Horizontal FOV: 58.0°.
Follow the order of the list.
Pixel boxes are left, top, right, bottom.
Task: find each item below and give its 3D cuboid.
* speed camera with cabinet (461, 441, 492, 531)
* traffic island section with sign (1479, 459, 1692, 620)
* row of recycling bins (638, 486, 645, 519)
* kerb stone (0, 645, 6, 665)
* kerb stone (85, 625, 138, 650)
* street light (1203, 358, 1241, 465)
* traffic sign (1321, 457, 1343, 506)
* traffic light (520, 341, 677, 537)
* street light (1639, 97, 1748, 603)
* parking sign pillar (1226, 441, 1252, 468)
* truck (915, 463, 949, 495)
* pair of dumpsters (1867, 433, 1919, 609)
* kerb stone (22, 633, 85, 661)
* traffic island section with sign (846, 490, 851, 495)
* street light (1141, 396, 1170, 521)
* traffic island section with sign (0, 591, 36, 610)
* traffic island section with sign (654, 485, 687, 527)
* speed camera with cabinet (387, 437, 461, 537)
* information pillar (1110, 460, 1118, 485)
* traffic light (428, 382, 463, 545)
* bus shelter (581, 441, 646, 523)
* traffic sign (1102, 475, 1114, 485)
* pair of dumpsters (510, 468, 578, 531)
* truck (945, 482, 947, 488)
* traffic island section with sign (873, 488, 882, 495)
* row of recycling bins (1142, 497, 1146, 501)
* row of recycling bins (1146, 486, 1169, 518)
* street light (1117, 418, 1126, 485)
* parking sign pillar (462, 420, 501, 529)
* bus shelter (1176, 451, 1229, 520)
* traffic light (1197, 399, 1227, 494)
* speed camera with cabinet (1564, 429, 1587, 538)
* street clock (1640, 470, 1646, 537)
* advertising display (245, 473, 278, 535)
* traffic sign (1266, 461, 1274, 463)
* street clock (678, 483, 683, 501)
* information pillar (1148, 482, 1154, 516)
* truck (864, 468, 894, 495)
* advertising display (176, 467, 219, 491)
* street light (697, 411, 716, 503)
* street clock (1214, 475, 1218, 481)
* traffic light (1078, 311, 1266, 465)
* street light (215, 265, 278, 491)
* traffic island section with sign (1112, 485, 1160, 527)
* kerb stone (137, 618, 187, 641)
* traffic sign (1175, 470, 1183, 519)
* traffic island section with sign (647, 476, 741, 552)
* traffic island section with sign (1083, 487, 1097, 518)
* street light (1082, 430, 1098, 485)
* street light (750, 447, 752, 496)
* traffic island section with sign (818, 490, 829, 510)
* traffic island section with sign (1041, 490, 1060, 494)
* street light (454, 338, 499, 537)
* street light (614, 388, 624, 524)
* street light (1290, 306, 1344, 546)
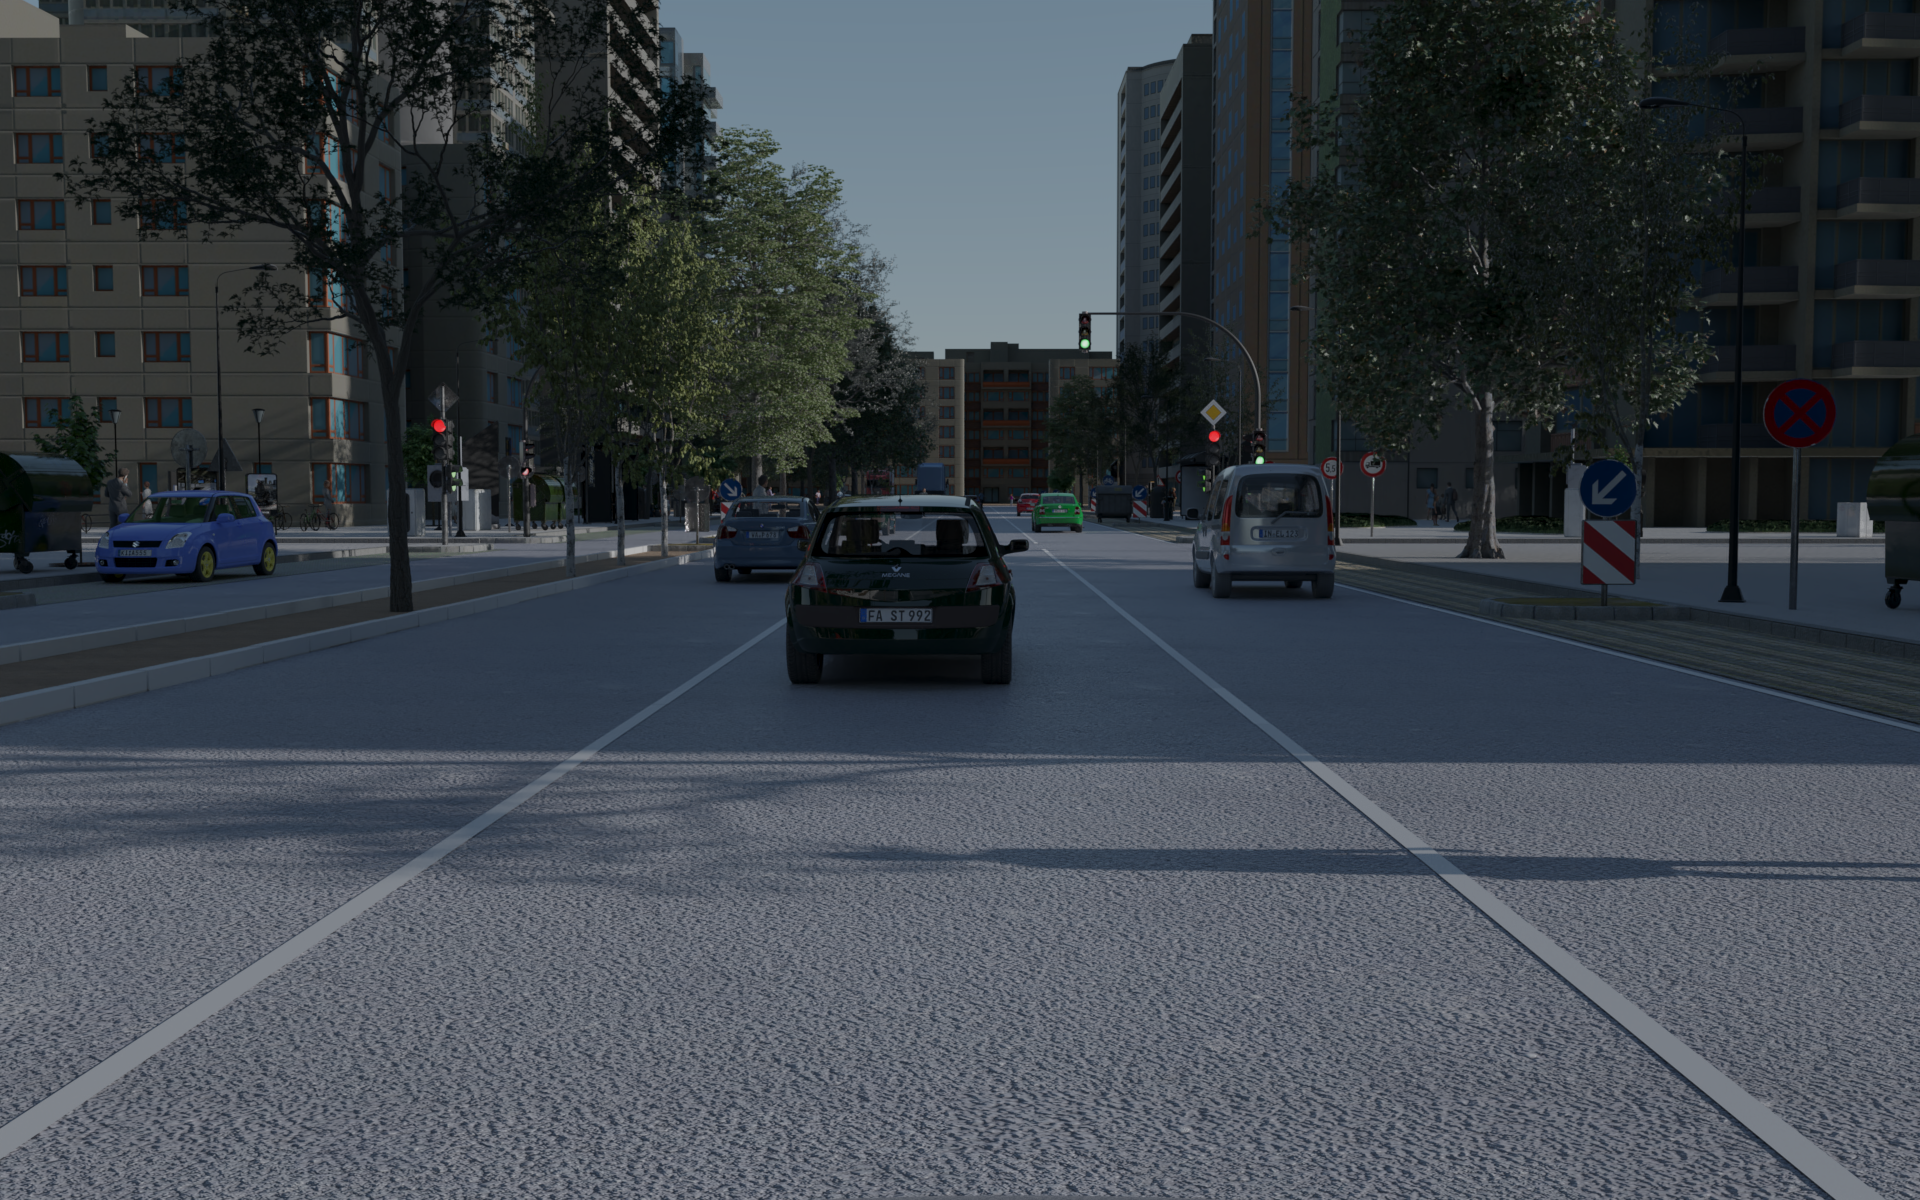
[{"bbox_3d":[-17.178,-4.042,60.430,0.660,3.252,2.038,1,4,18],"label":"speed camera with cabinet"},{"bbox_3d":[7.266,-0.724,20.466,1.989,1.847,2.006,0,4,0],"label":"traffic island section with sign"},{"bbox_3d":[-16.999,-5.080,90.179,1.069,1.692,3.534,-1,4,-18],"label":"row of recycling bins"},{"bbox_3d":[-8.055,0.489,14.208,0.120,0.150,1.000,0,4,0],"label":"kerb stone"},{"bbox_3d":[-8.042,0.364,16.258,0.120,0.150,1.000,0,4,0],"label":"kerb stone"},{"bbox_3d":[9.000,-5.301,59.209,1.470,5.913,1.316,0,4,0],"label":"street light"},{"bbox_3d":[12.721,-3.621,59.306,0.768,2.556,0.104,0,4,8],"label":"traffic sign"},{"bbox_3d":[-10.796,-4.700,51.515,4.771,5.953,1.251,0,4,0],"label":"traffic light"},{"bbox_3d":[8.645,-2.929,20.437,1.470,5.913,1.316,0,4,0],"label":"street light"},{"bbox_3d":[12.270,-5.323,75.497,1.447,3.967,1.447,-1,4,-15],"label":"parking sign pillar"},{"bbox_3d":[-2.634,-9.432,143.968,2.967,4.110,18.799,0,4,1],"label":"truck"},{"bbox_3d":[10.944,-0.904,17.281,1.574,2.255,4.437,0,4,1],"label":"pair of dumpsters"},{"bbox_3d":[-8.041,0.426,15.236,0.120,0.150,1.000,0,4,0],"label":"kerb stone"},{"bbox_3d":[-11.532,-10.502,180.339,1.989,1.847,2.006,0,4,0],"label":"traffic island section with sign"},{"bbox_3d":[9.244,-6.684,81.823,1.470,5.913,1.316,0,4,0],"label":"street light"},{"bbox_3d":[-12.855,-0.801,21.724,1.989,1.847,2.006,0,4,0],"label":"traffic island section with sign"},{"bbox_3d":[-12.385,-4.157,76.597,1.989,1.847,2.006,0,4,0],"label":"traffic island section with sign"},{"bbox_3d":[-16.303,-3.552,52.410,2.038,3.252,0.660,1,4,13],"label":"speed camera with cabinet"},{"bbox_3d":[10.320,-7.620,115.935,0.504,3.616,0.183,-1,4,-14],"label":"information pillar"},{"bbox_3d":[-12.955,-3.339,43.512,0.839,4.253,0.868,0,4,0],"label":"traffic light"},{"bbox_3d":[-15.770,-5.368,79.057,1.731,3.624,6.357,0,4,0],"label":"bus shelter"},{"bbox_3d":[9.880,-7.057,115.483,0.768,2.556,0.104,0,4,6],"label":"traffic sign"},{"bbox_3d":[-15.069,-3.679,62.646,1.574,2.255,4.437,0,4,0],"label":"pair of dumpsters"},{"bbox_3d":[-2.761,-11.334,174.229,2.839,4.237,11.283,0,4,0],"label":"truck"},{"bbox_3d":[-6.062,-7.232,126.372,2.006,1.907,1.989,0,4,0],"label":"traffic island section with sign"},{"bbox_3d":[11.648,-5.980,104.891,1.069,1.692,3.534,0,4,-2],"label":"row of recycling bins"},{"bbox_3d":[10.692,-5.244,92.854,1.069,1.692,3.534,0,4,5],"label":"row of recycling bins"},{"bbox_3d":[9.363,-8.038,103.958,1.470,5.913,1.316,0,4,0],"label":"street light"},{"bbox_3d":[-17.544,-4.572,63.220,1.447,3.967,1.447,-2,4,-28],"label":"parking sign pillar"},{"bbox_3d":[11.541,-5.400,82.213,2.014,3.302,5.546,0,4,0],"label":"bus shelter"},{"bbox_3d":[7.473,-3.818,51.343,0.839,4.253,0.868,0,4,0],"label":"traffic light"},{"bbox_3d":[18.462,-3.516,51.820,0.660,3.252,2.038,1,4,22],"label":"speed camera with cabinet"},{"bbox_3d":[20.158,-2.862,51.367,0.358,2.002,0.471,0,4,7],"label":"street clock"},{"bbox_3d":[-21.605,-2.960,53.605,0.123,1.923,0.974,3,5,43],"label":"advertising display"},{"bbox_3d":[11.823,-4.058,66.455,0.768,2.556,0.104,0,4,2],"label":"traffic sign"},{"bbox_3d":[-17.518,-6.324,107.967,0.471,2.002,0.358,2,4,29],"label":"street clock"},{"bbox_3d":[11.364,-6.016,102.849,0.304,2.012,0.304,-2,4,-26],"label":"information pillar"},{"bbox_3d":[-8.237,-11.597,178.522,2.839,4.237,11.283,0,4,0],"label":"truck"},{"bbox_3d":[-18.374,-2.237,41.796,0.974,1.923,0.123,0,4,-2],"label":"advertising display"},{"bbox_3d":[-13.999,-7.558,96.119,1.470,5.913,1.316,0,4,0],"label":"street light"},{"bbox_3d":[9.854,-3.760,66.042,0.358,2.002,0.471,-1,4,-19],"label":"street clock"},{"bbox_3d":[5.313,-4.194,43.235,4.771,5.953,1.251,0,4,0],"label":"traffic light"},{"bbox_3d":[-14.488,-3.830,35.158,1.470,5.913,1.316,0,4,0],"label":"street light"},{"bbox_3d":[7.725,-4.133,76.201,1.989,1.847,2.006,0,4,0],"label":"traffic island section with sign"},{"bbox_3d":[-8.025,0.300,17.285,0.120,0.150,1.000,0,4,0],"label":"kerb stone"},{"bbox_3d":[11.528,-5.479,89.679,0.768,2.556,0.104,1,4,9],"label":"traffic sign"},{"bbox_3d":[-6.752,-2.183,43.829,2.006,1.907,1.989,0,4,0],"label":"traffic island section with sign"},{"bbox_3d":[7.952,-5.797,103.405,1.989,1.847,2.006,0,4,0],"label":"traffic island section with sign"},{"bbox_3d":[9.486,-9.415,126.476,1.470,5.913,1.316,0,4,0],"label":"street light"},{"bbox_3d":[-13.751,-8.914,118.280,1.470,5.913,1.316,0,4,0],"label":"street light"},{"bbox_3d":[-11.746,-8.854,153.385,1.989,1.847,2.006,0,4,0],"label":"traffic island section with sign"},{"bbox_3d":[8.372,-8.843,153.208,1.989,1.847,2.006,0,4,0],"label":"traffic island section with sign"},{"bbox_3d":[-14.378,-4.832,51.546,1.470,5.913,1.316,0,4,0],"label":"street light"},{"bbox_3d":[-14.106,-6.204,73.984,1.470,5.913,1.316,0,4,0],"label":"street light"},{"bbox_3d":[8.837,-4.304,42.904,1.470,5.913,1.316,0,4,0],"label":"street light"}]
